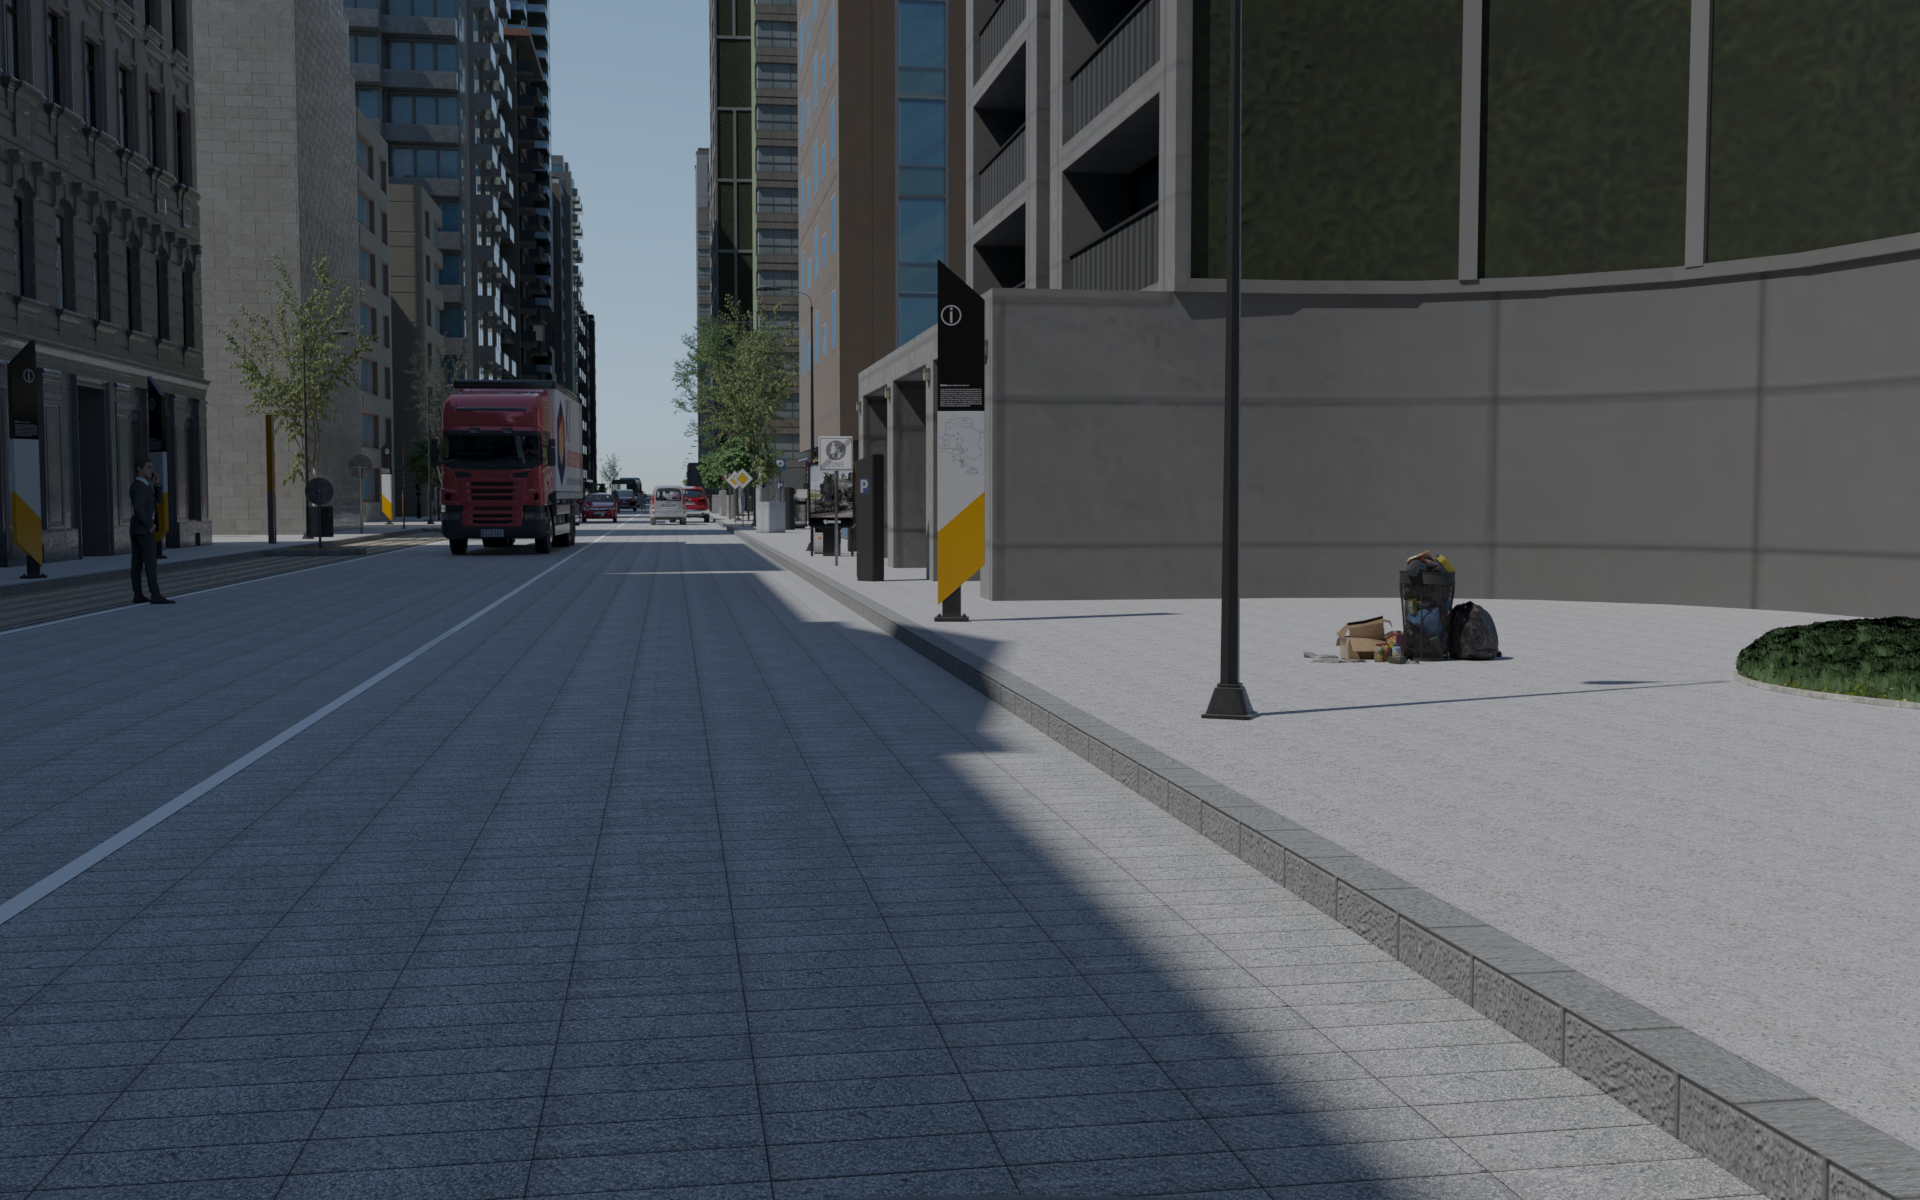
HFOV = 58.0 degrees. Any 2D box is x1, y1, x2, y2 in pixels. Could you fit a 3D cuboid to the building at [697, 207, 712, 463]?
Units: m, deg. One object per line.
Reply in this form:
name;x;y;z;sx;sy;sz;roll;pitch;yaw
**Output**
building;-30.648;-34.599;249.287;14.154;41.232;14.086;-1;4;-9

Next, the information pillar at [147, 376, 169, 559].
information pillar;-15.851;-2.622;34.228;0.504;3.616;0.183;2;4;35

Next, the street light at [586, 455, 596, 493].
street light;-44.010;-14.284;206.076;1.470;5.913;1.316;-1;4;-9

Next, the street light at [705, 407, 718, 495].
street light;-12.737;-7.334;92.445;1.470;5.913;1.316;-1;4;-9

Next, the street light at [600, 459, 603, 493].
street light;-48.453;-15.849;231.673;1.470;5.913;1.316;-1;4;-9

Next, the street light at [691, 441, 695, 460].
street light;-22.312;-10.841;149.795;1.470;5.913;1.316;-1;4;-9

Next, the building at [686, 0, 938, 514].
building;-11.683;-42.812;138.234;20.563;71.187;20.611;-1;4;-9

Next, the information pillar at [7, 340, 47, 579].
information pillar;-14.125;-2.130;26.178;0.183;3.616;0.504;1;4;16

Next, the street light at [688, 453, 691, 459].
street light;-25.144;-11.868;166.574;1.470;5.913;1.316;-1;4;-9

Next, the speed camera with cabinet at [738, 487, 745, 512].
speed camera with cabinet;-15.439;-7.766;121.308;0.660;3.252;2.038;0;4;-4

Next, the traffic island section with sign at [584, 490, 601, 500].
traffic island section with sign;-37.067;-10.025;172.539;1.989;1.847;2.006;-1;4;-9

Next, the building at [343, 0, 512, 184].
building;-44.758;-30.998;126.430;23.786;49.044;30.456;-1;4;-9

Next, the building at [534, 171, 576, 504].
building;-54.898;-32.353;212.565;14.154;41.232;14.086;-1;4;-9

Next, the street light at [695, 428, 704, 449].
street light;-17.616;-9.094;121.229;1.470;5.913;1.316;-1;4;-9

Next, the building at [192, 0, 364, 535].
building;-29.739;-12.411;57.674;16.860;20.320;10.420;-1;4;-9

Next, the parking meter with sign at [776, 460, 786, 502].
parking meter with sign;-9.176;-5.644;88.537;0.543;3.016;1.738;0;4;-5

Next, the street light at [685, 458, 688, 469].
street light;-29.900;-13.608;195.037;1.470;5.913;1.316;-1;4;-9

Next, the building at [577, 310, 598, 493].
building;-63.454;-30.277;266.730;14.160;30.474;14.107;-1;4;-9

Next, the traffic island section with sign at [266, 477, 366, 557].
traffic island section with sign;-15.022;-1.951;40.530;1.989;1.847;2.006;-1;4;-9

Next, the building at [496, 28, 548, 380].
building;-49.995;-30.894;159.743;22.147;44.769;28.867;-1;4;-9

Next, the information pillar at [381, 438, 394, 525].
information pillar;-24.073;-4.979;72.768;0.504;3.616;0.183;2;4;24

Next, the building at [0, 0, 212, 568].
building;-22.036;-11.279;33.556;9.793;20.994;18.267;-1;4;-9

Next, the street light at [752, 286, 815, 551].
street light;-3.853;-4.054;38.820;1.470;5.913;1.316;-1;4;-9

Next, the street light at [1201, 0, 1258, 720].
street light;1.018;-2.274;9.719;1.470;5.913;1.316;-1;4;-9

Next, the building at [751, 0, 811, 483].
building;-6.727;-26.344;114.323;14.154;41.232;14.086;-1;4;-9

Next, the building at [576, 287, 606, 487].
building;-74.885;-36.203;283.806;32.217;40.220;23.993;-1;4;-9

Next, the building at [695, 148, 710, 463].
building;-34.148;-46.025;294.505;21.231;58.520;28.212;-1;4;-9

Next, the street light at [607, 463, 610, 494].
street light;-53.189;-17.590;260.139;1.470;5.913;1.316;-1;4;-9

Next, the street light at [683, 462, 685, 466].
street light;-34.877;-15.404;224.398;1.470;5.913;1.316;-1;4;-9

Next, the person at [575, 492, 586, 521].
person;-19.978;-5.083;91.392;0.659;1.850;0.755;-1;4;-19

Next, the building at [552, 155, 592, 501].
building;-64.463;-38.155;243.448;23.786;49.044;30.456;-1;4;-9

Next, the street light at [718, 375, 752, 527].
street light;-8.602;-5.825;67.784;1.470;5.913;1.316;-1;4;-9

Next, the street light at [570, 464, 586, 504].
street light;-39.407;-12.541;177.587;1.470;5.913;1.316;-1;4;-9

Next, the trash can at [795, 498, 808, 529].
trash can;-5.996;-3.231;64.485;0.748;1.137;0.748;0;3;0

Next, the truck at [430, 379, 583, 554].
truck;-11.463;-3.419;44.810;2.839;4.237;11.283;0;4;-8

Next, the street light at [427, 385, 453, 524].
street light;-21.968;-6.177;73.541;1.470;5.913;1.316;-1;4;-9

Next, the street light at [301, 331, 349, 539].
street light;-18.039;-4.691;49.245;1.470;5.913;1.316;-1;4;-9

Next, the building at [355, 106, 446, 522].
building;-42.824;-14.950;89.466;27.650;21.520;28.899;-1;4;-9

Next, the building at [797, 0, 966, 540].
building;2.520;-24.573;51.888;14.600;45.320;14.200;-1;4;-9

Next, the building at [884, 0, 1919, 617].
building;9.700;-35.869;24.710;20.563;71.187;20.611;-1;4;-9

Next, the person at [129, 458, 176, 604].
person;-10.628;-0.908;22.709;0.474;1.900;0.648;-3;4;-38

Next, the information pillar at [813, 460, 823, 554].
information pillar;-2.930;-1.988;37.001;0.304;2.012;0.304;2;4;24

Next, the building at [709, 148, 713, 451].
building;-19.849;-36.112;214.133;21.300;48.544;21.600;-1;4;-9

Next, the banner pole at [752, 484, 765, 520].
banner pole;-9.915;-5.833;85.379;0.863;3.779;0.401;-3;5;-43

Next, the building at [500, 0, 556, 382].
building;-54.604;-53.536;187.992;22.319;86.520;31.000;-1;4;-9

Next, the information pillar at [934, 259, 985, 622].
information pillar;-0.002;-1.589;17.340;0.504;3.616;0.183;0;4;3
